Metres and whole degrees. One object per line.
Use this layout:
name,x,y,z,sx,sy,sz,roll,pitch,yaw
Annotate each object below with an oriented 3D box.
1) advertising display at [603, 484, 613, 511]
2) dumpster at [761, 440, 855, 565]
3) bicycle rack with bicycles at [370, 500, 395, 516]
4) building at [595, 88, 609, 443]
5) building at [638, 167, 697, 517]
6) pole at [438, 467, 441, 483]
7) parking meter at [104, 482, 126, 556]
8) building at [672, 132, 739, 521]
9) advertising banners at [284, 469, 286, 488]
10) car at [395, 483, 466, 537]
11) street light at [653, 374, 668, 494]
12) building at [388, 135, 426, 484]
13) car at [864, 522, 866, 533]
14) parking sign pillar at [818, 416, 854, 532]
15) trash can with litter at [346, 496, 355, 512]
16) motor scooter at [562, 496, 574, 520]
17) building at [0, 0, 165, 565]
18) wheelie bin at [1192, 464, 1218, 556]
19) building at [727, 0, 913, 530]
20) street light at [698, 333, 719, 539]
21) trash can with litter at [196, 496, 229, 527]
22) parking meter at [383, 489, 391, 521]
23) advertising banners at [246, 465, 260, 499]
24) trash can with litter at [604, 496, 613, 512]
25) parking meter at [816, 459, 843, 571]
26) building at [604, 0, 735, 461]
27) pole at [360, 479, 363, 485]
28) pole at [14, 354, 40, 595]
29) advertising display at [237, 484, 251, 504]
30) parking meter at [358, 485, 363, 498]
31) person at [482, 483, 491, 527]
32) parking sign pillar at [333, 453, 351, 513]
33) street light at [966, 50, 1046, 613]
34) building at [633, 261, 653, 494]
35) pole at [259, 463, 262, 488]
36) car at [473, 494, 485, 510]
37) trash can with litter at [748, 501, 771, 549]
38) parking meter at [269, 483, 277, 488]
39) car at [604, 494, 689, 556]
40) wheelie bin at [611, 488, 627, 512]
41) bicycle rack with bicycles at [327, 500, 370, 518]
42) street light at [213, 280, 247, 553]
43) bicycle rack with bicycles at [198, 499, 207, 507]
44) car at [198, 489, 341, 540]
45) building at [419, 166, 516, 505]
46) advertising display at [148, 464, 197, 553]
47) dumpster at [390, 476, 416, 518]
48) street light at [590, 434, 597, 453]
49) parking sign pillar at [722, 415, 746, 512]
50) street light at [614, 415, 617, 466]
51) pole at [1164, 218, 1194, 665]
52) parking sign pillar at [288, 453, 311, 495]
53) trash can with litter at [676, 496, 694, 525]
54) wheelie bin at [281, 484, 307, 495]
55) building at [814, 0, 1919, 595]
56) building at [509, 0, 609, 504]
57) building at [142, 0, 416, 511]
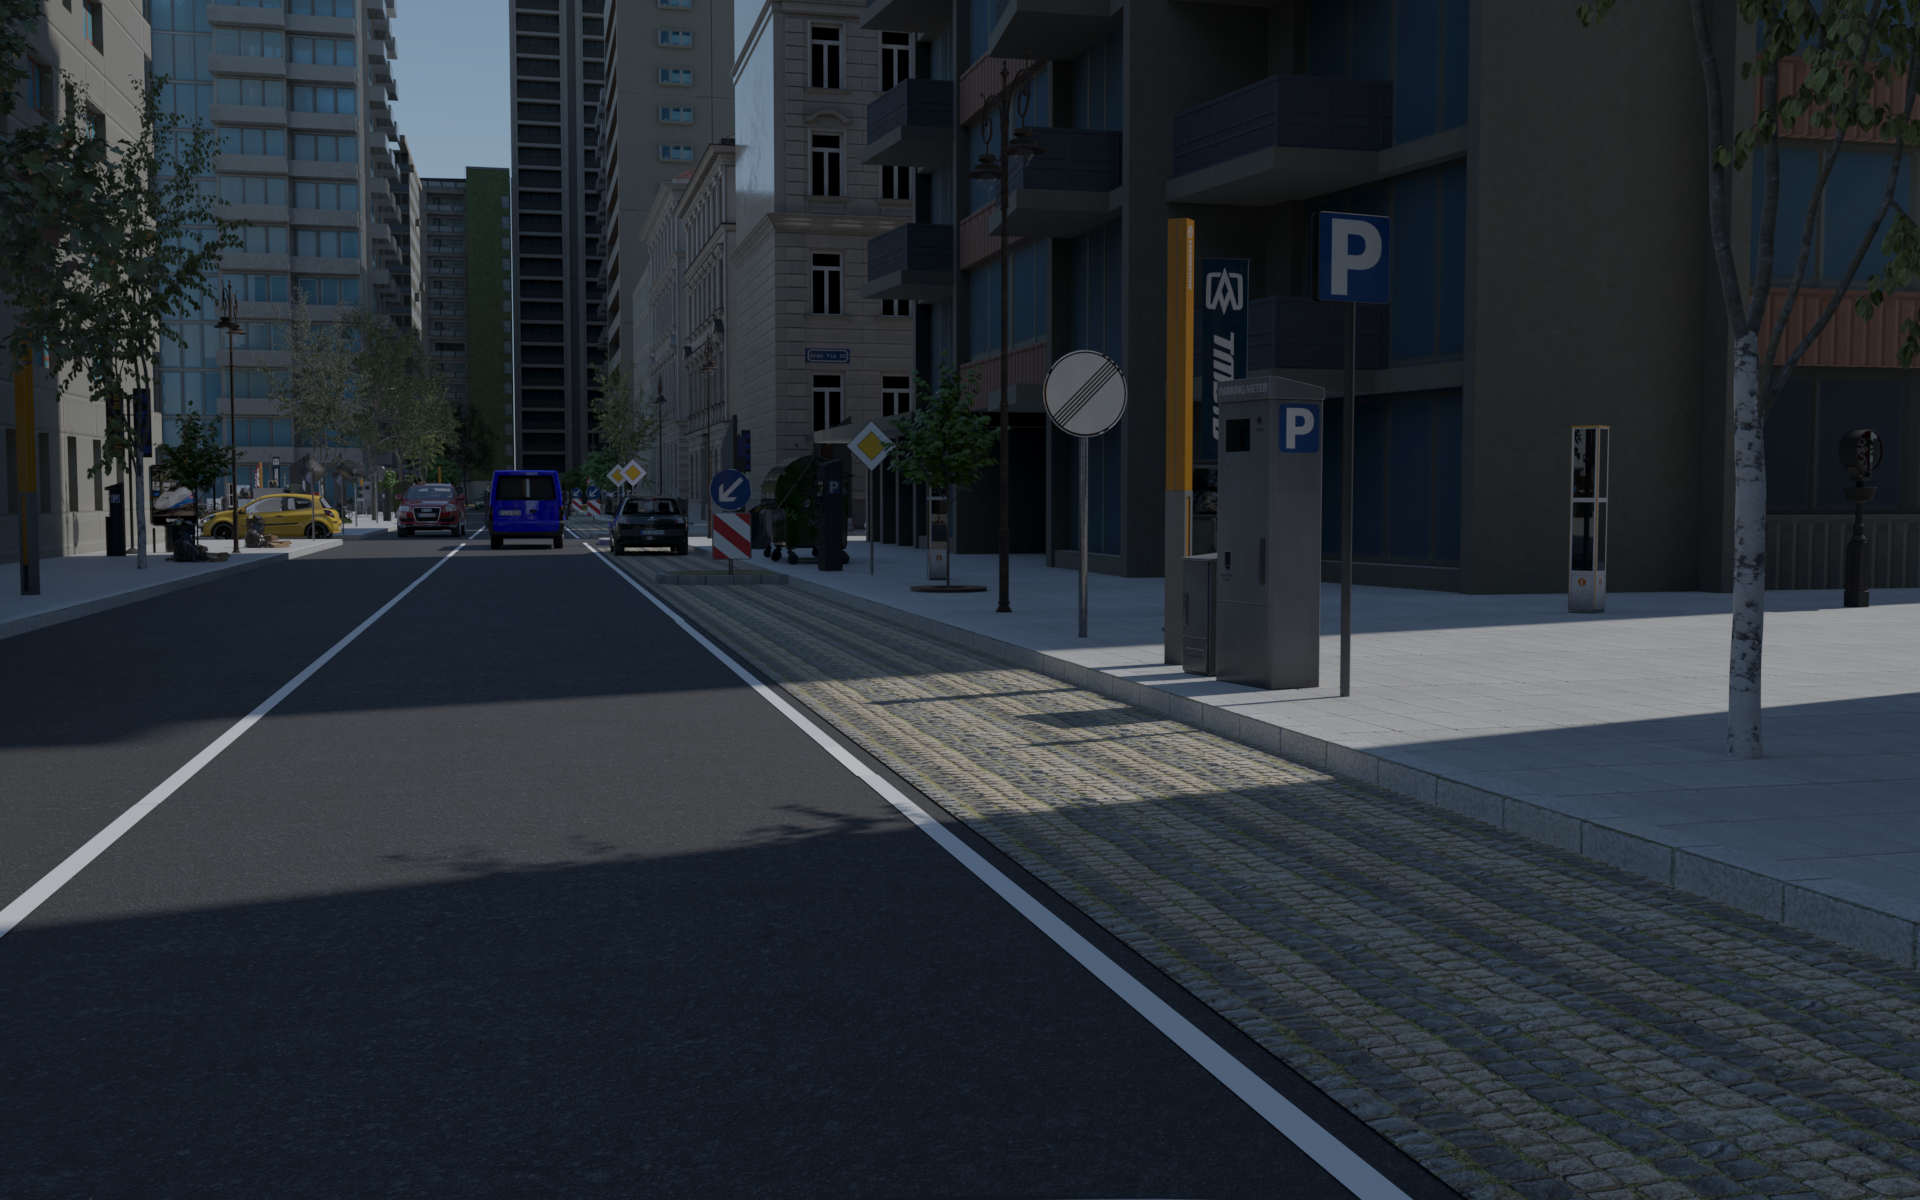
advertising display,-21.896,-6.325,108.624,0.974,1.923,0.123,1,4,13
dumpster,-2.822,-1.813,32.138,1.502,2.255,1.985,-1,4,-14
bicycle rack with bicycles,-33.799,-5.358,100.980,2.925,0.926,2.852,3,5,44
building,-28.074,-34.865,189.643,23.786,49.044,30.456,-1,4,-14
building,-13.007,-16.479,105.587,11.583,22.565,21.152,-1,4,-14
pole,-38.560,-8.230,128.404,0.158,3.312,0.155,0,3,0
parking meter,-17.444,-1.673,35.764,0.372,1.533,0.369,0,3,0
building,-7.953,-13.487,85.140,10.561,19.102,19.286,-1,4,-14
advertising banners,-47.511,-7.711,122.268,0.090,3.025,2.074,-2,4,-30
car,-18.040,-3.092,59.220,2.281,1.827,5.304,-1,4,-13
street light,-11.555,-5.753,66.846,0.468,5.910,1.993,-1,4,-14
building,-68.252,-29.818,179.403,23.993,40.220,32.217,-1,4,-14
car,-0.713,-2.690,56.338,4.827,1.381,2.083,-1,4,-14
parking sign pillar,-4.374,-4.348,59.562,1.447,3.967,1.447,0,4,0
trash can with litter,-42.649,-6.746,121.687,1.055,1.170,0.624,-1,4,-22
motor scooter,-21.560,-5.021,94.878,0.815,1.314,1.986,-1,4,-13
building,-31.642,-11.201,28.172,28.899,21.520,27.650,-1,4,-14
wheelie bin,2.648,-0.640,18.365,0.693,1.594,0.980,3,5,43
building,3.773,-16.645,69.404,25.104,27.353,12.463,-1,4,-14
street light,-7.206,-4.705,49.714,0.468,5.910,1.993,-1,4,-14
trash can with litter,-29.885,-3.452,67.495,1.678,1.210,2.233,2,4,30
parking meter,-27.088,-4.493,81.869,0.372,1.533,0.369,0,3,0
advertising banners,-41.600,-6.471,101.989,0.090,3.025,2.074,0,4,-1
trash can with litter,-21.467,-5.825,106.624,0.624,1.170,1.055,-3,5,-43
parking meter,-2.175,-1.416,28.858,0.399,1.863,0.255,-2,4,-33
building,-19.369,-32.222,150.536,21.300,48.544,21.600,-1,4,-14
pole,-39.927,-7.441,115.501,0.158,3.312,0.155,0,3,0
pole,-11.818,-1.717,21.922,0.158,3.312,0.155,0,3,0
advertising display,-48.134,-6.794,116.296,0.974,1.923,0.123,-3,5,-39
parking meter,-39.286,-6.595,113.541,0.255,1.863,0.399,0,4,-5
person,-20.264,-4.079,74.558,0.474,1.900,0.648,0,4,5
parking sign pillar,-41.365,-7.772,115.549,1.447,3.967,1.447,-3,4,-38
street light,0.477,-2.804,18.627,0.468,5.910,1.993,-1,4,-14
building,-17.608,-16.481,124.224,10.420,20.320,16.860,-1,4,-14
pole,-45.144,-7.217,111.841,0.158,3.312,0.155,0,3,0
car,-42.559,-8.781,155.359,2.131,1.459,4.920,-1,4,-15
trash can with litter,-4.883,-1.774,40.400,1.055,1.170,0.624,1,4,15
parking meter,-36.491,-5.279,92.023,0.399,1.863,0.255,2,4,32
car,-7.484,-1.938,41.481,2.009,1.686,4.222,-1,4,-13
wheelie bin,-18.094,-5.154,92.170,0.980,1.594,0.693,2,4,24
bicycle rack with bicycles,-30.763,-4.313,83.894,2.925,0.926,2.852,1,4,9
street light,-15.750,-3.959,37.515,0.468,5.910,1.993,-1,4,-14
bicycle rack with bicycles,-51.629,-6.263,115.777,2.852,0.926,2.925,2,4,28
car,-20.671,-2.550,51.922,3.980,1.641,2.015,-1,4,-13
building,-63.373,-32.681,217.928,14.086,41.232,14.154,-1,4,-14
advertising display,-17.235,-2.002,37.953,0.974,1.923,0.123,-3,5,-45
dumpster,-29.615,-5.510,92.574,1.502,2.255,1.985,-1,4,-14
street light,-27.461,-9.602,129.776,0.468,5.910,1.993,-1,4,-14
parking sign pillar,-7.777,-4.345,59.509,1.447,3.967,1.447,-2,4,-25
street light,-19.610,-7.701,98.694,0.468,5.910,1.993,-1,4,-14
pole,1.643,-1.170,12.971,0.158,3.312,0.155,0,3,0
parking sign pillar,-42.800,-7.567,112.199,1.447,3.967,1.447,-3,4,-38
trash can with litter,-12.056,-3.765,72.615,2.233,1.210,1.678,-2,4,-31
wheelie bin,-20.943,-2.846,54.438,0.693,1.594,0.980,1,4,20
building,9.849,-23.294,35.475,22.147,44.769,28.867,-1,4,-14
building,-47.201,-48.048,223.833,20.611,71.187,20.563,-1,4,-14
building,-56.855,-31.729,138.378,23.786,49.044,30.456,-1,4,-14
